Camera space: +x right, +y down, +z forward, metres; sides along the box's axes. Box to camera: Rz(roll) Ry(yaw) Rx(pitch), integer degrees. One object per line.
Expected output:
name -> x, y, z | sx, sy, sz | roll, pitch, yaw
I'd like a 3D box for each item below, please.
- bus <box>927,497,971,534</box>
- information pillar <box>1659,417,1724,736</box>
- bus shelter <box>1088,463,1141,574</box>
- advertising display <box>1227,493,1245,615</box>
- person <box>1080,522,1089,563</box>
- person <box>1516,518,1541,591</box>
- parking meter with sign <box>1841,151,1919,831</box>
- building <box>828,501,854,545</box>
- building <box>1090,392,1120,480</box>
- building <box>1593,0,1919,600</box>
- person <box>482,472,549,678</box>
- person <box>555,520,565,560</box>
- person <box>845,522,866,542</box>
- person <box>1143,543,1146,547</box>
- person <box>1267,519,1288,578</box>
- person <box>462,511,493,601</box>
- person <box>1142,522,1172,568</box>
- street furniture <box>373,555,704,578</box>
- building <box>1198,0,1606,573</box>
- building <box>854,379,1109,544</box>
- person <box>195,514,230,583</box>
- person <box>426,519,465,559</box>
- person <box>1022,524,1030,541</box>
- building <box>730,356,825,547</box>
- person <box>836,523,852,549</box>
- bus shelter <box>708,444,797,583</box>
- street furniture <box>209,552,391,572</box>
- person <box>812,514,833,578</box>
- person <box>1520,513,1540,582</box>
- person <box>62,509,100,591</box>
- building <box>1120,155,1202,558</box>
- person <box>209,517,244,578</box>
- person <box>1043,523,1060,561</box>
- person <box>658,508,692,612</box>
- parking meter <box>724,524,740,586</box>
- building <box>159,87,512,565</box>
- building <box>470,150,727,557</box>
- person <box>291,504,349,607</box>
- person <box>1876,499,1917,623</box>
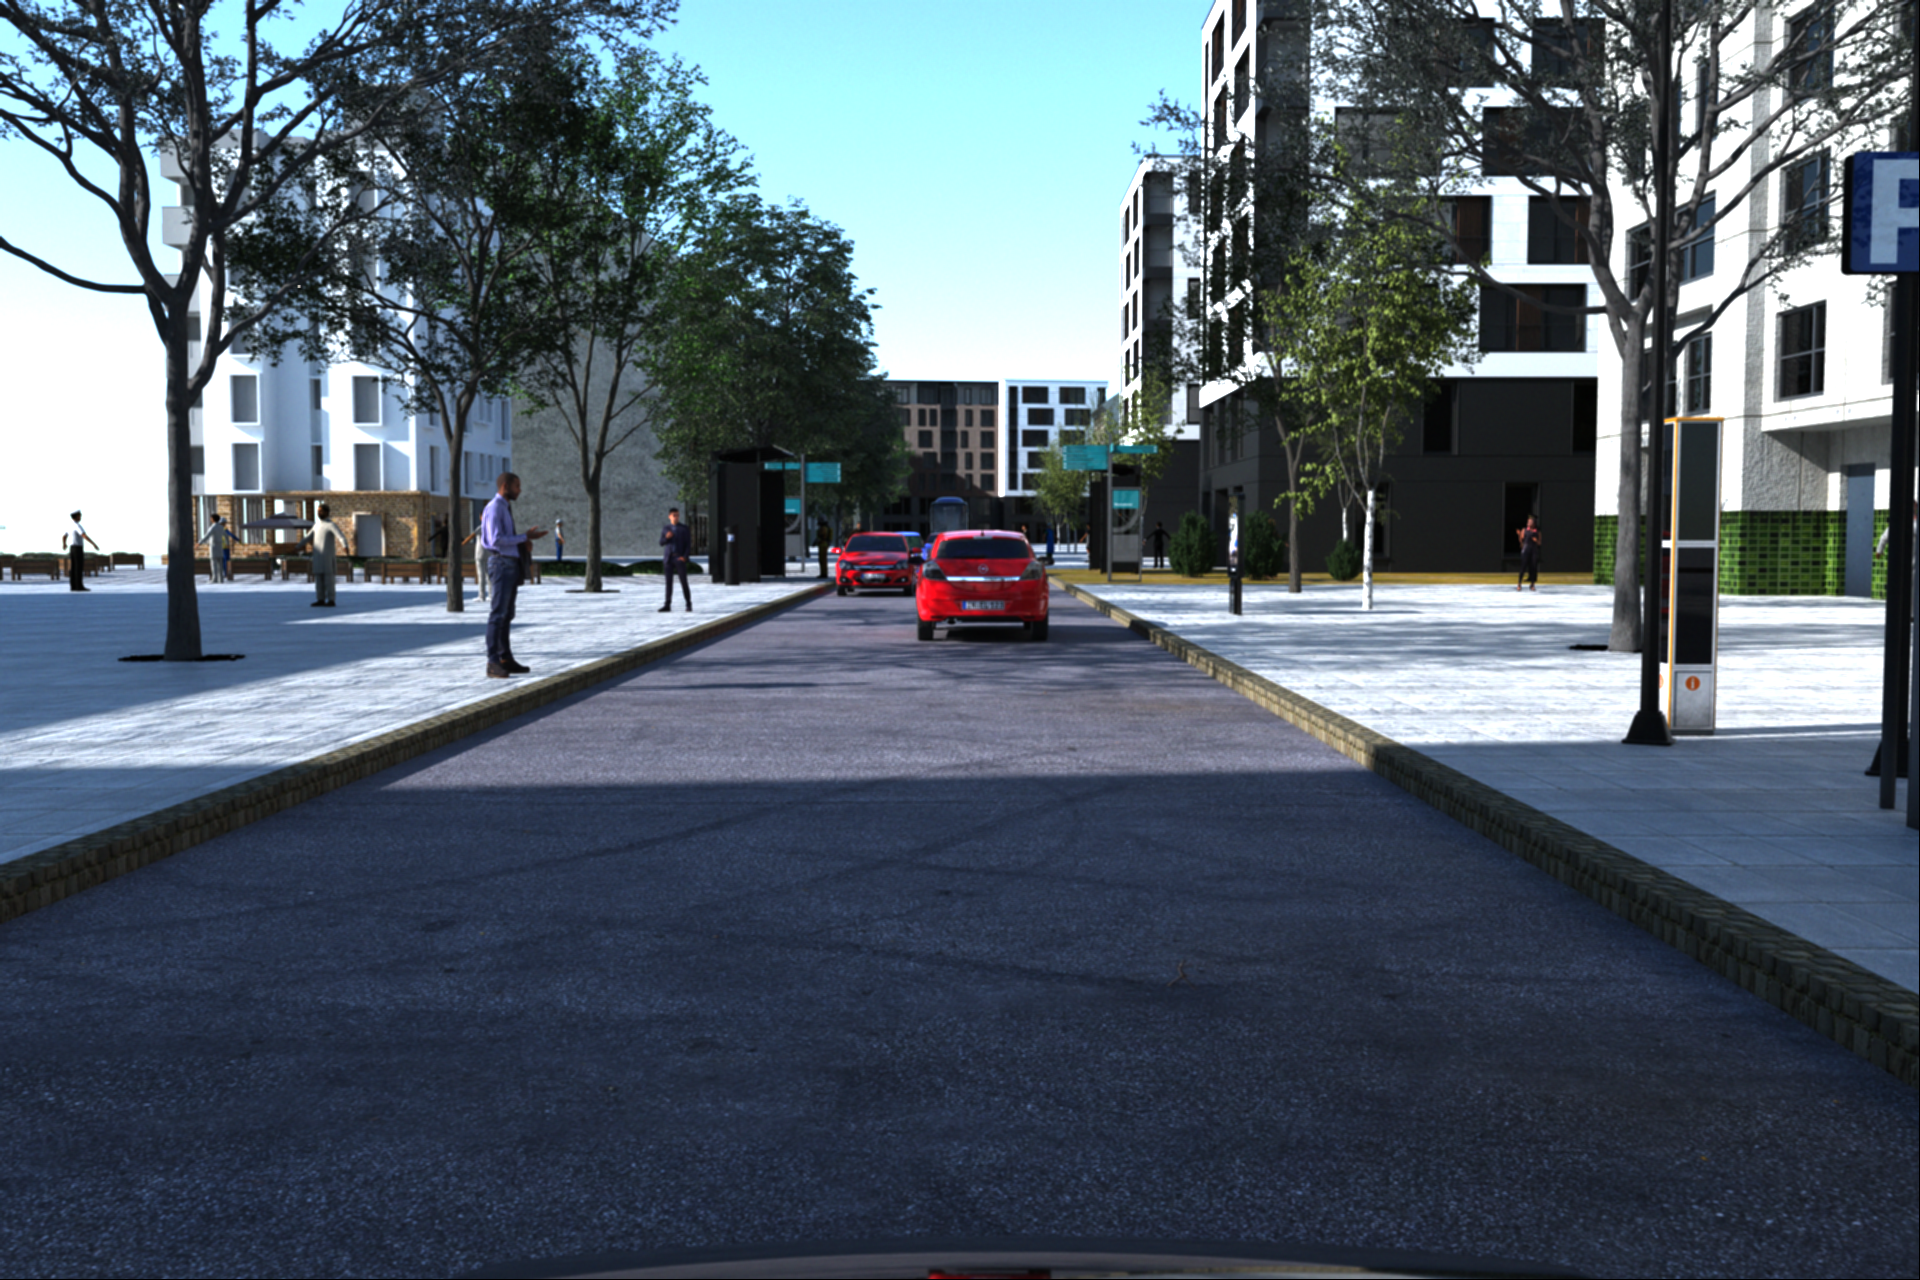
bus -> -0.707, -7.803, 119.133 | 2.896, 3.916, 12.251 | 0, 3, 0
information pillar -> 4.645, -0.403, 11.078 | 0.304, 2.012, 0.304 | 0, 4, 1
bus shelter -> 5.040, -4.101, 58.328 | 1.731, 3.624, 6.357 | 0, 4, 1
advertising display -> 4.416, -1.376, 27.708 | 0.123, 1.923, 0.974 | 0, 4, 0
person -> 5.814, -4.392, 77.952 | 0.704, 1.843, 1.345 | 2, 4, 33
person -> 12.803, -1.924, 38.978 | 0.593, 1.643, 0.415 | -2, 4, -30
parking meter with sign -> 4.326, -0.668, 7.183 | 0.543, 3.016, 1.738 | 0, 4, 1
building -> -23.078, -23.475, 214.736 | 19.493, 23.208, 18.063 | 0, 4, 1
building -> 26.259, -23.262, 211.266 | 19.493, 23.208, 18.063 | 0, 3, 0
building -> 24.560, -9.890, 28.166 | 16.747, 18.905, 31.486 | 0, 4, 0
person -> -4.007, -0.599, 15.700 | 0.599, 1.838, 0.709 | 0, 4, -5
person -> -15.530, -3.758, 67.293 | 0.705, 1.847, 1.347 | -1, 4, -20
person -> -4.452, -4.309, 76.587 | 1.346, 1.812, 0.704 | -1, 4, -17
person -> 7.592, -3.913, 73.248 | 0.599, 1.433, 0.991 | -1, 4, -21
person -> 9.144, -2.668, 50.424 | 1.217, 1.733, 0.721 | -3, 5, -42
person -> -9.138, -1.613, 33.151 | 0.721, 1.739, 1.217 | 2, 4, 34
person -> 7.387, -3.544, 64.670 | 1.216, 1.740, 0.721 | -1, 4, -19
street furniture -> -13.221, -2.338, 53.846 | 10.072, 0.657, 5.734 | 0, 4, 2
building -> 23.691, -13.981, 72.568 | 27.936, 21.610, 32.646 | 0, 3, 0
building -> 1.262, -24.090, 240.310 | 32.646, 21.610, 27.936 | -1, 4, -10
person -> -19.401, -2.381, 45.118 | 0.705, 1.806, 1.347 | 1, 4, 12
person -> -17.698, -3.270, 59.687 | 1.346, 1.802, 0.704 | -1, 4, -21
person -> 2.362, -3.325, 63.009 | 0.705, 1.806, 1.347 | 0, 4, 0
building -> -23.905, -19.546, 186.036 | 16.747, 18.905, 31.486 | 0, 4, 0
person -> -5.483, -4.737, 83.580 | 0.705, 1.813, 1.348 | 2, 4, 35
bus shelter -> -5.728, -3.497, 48.454 | 1.731, 3.624, 6.357 | 0, 4, 1
street furniture -> -23.985, -2.920, 63.372 | 5.734, 0.657, 10.072 | 1, 4, 13
person -> -4.004, -2.725, 50.321 | 0.705, 1.858, 1.354 | 1, 4, 11
person -> 15.347, -2.482, 46.518 | 0.705, 1.837, 1.347 | 0, 4, 3
person -> -19.857, -2.031, 38.991 | 1.343, 1.855, 0.704 | 2, 4, 33
building -> 23.878, -16.271, 110.008 | 27.936, 21.610, 32.646 | 0, 3, 0
person -> -21.690, -2.733, 51.151 | 1.216, 1.772, 0.721 | 1, 4, 17
person -> 4.255, -4.610, 81.506 | 0.704, 1.817, 1.347 | 3, 4, 38
person -> -4.707, -1.324, 28.606 | 0.541, 1.710, 0.530 | 1, 4, 21
parking meter -> -5.696, -2.134, 43.294 | 0.372, 1.533, 0.369 | 0, 3, 0
building -> -27.703, -13.319, 74.184 | 16.016, 20.090, 11.380 | 0, 4, 1
building -> -24.836, -16.883, 106.966 | 19.493, 23.208, 18.063 | 0, 4, 0
person -> -11.290, -1.506, 30.710 | 1.344, 1.819, 0.704 | 2, 4, 26
person -> 13.737, -1.159, 25.089 | 0.704, 1.811, 1.347 | -1, 4, -14
